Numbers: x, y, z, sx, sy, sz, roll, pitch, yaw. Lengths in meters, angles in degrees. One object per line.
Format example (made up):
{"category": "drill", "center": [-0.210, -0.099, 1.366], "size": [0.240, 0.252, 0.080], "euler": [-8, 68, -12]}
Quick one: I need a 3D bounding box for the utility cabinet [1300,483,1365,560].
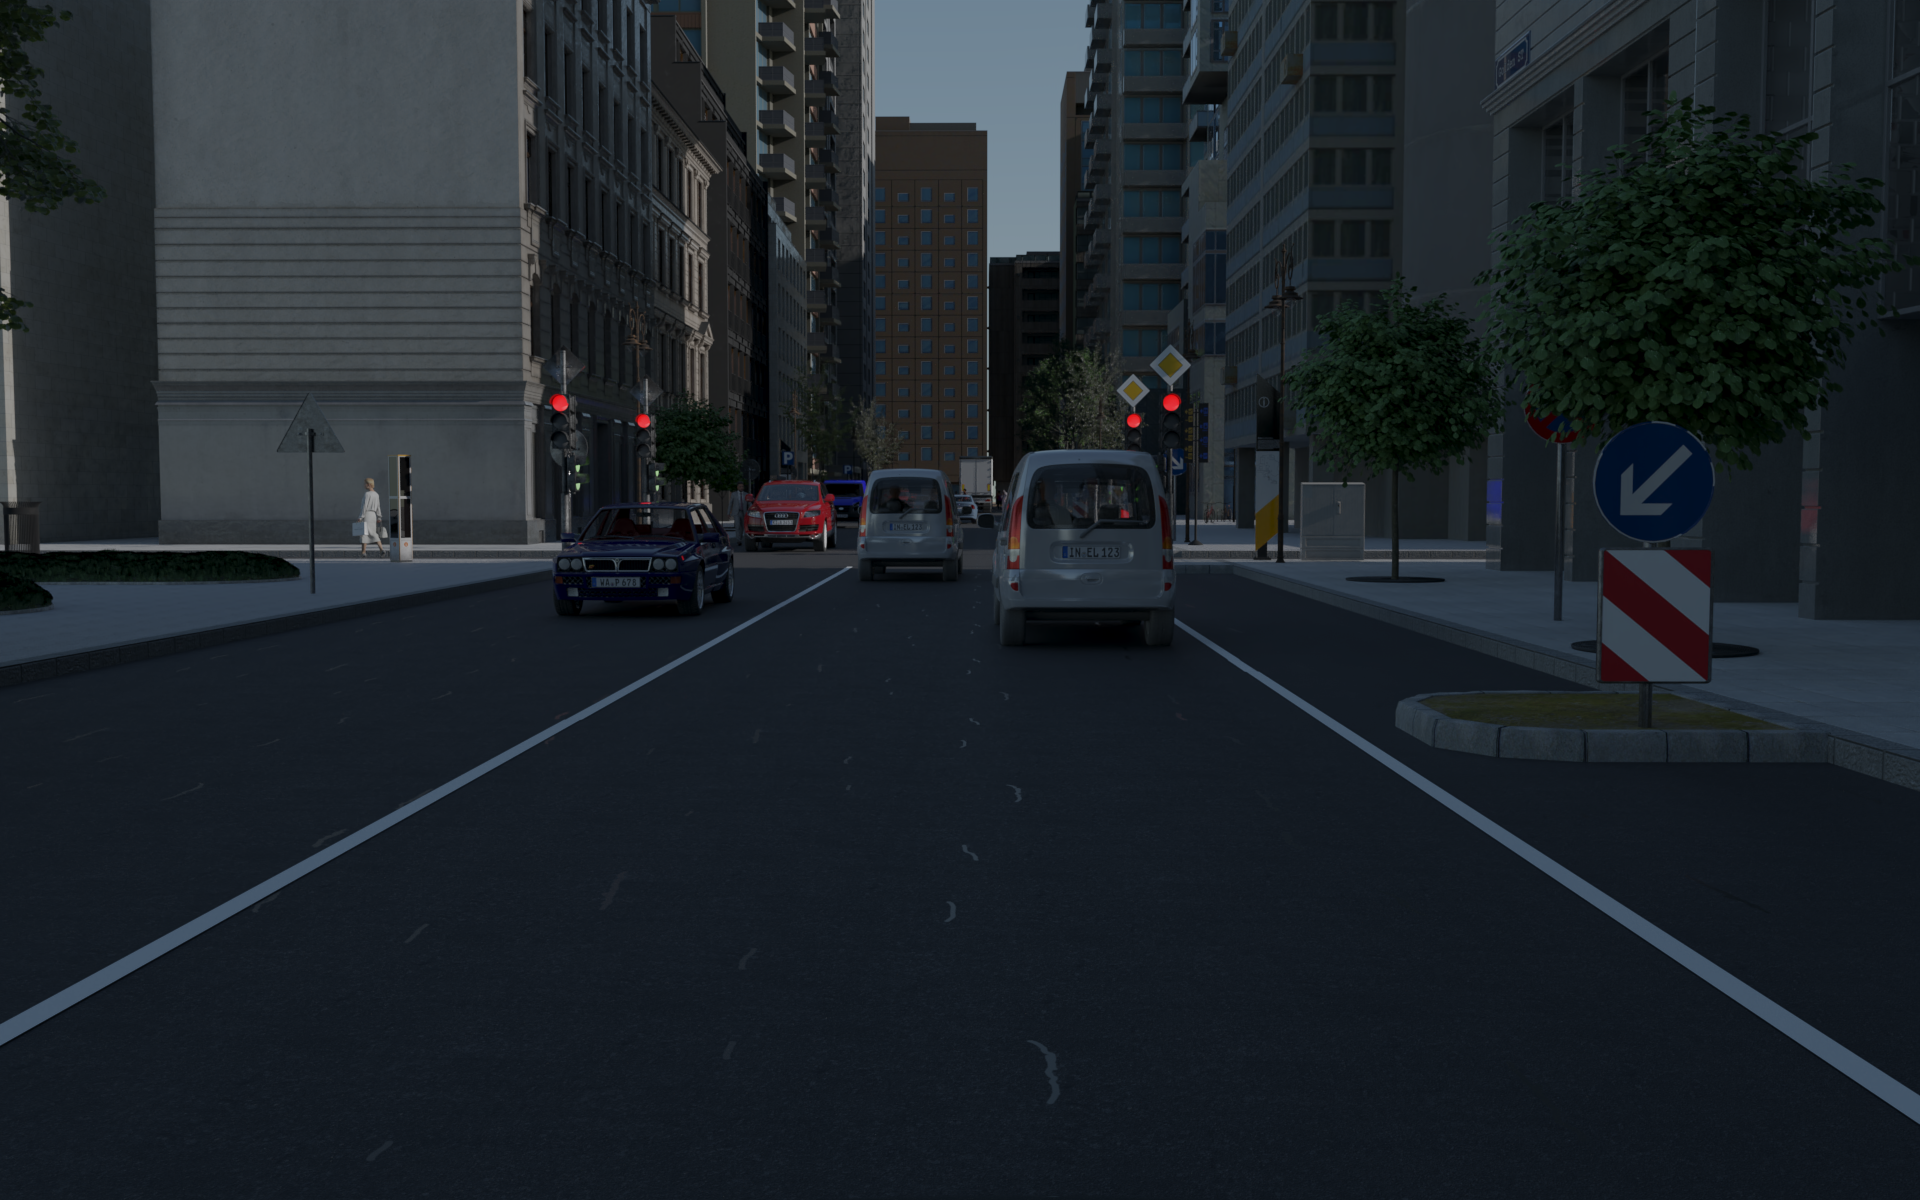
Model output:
{"category": "utility cabinet", "center": [7.126, -1.496, 33.142], "size": [1.173, 1.500, 0.318], "euler": [0, 4, 4]}

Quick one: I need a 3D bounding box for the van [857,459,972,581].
{"category": "van", "center": [-0.809, -1.401, 29.922], "size": [2.013, 2.044, 4.112], "euler": [0, 4, 2]}

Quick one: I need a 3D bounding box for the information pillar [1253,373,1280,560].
{"category": "information pillar", "center": [5.965, -2.583, 33.592], "size": [0.504, 3.616, 0.183], "euler": [0, 4, 7]}

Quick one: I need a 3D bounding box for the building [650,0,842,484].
{"category": "building", "center": [-20.643, -29.109, 130.562], "size": [22.147, 44.769, 28.867], "euler": [0, 4, 1]}

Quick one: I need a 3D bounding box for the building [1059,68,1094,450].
{"category": "building", "center": [17.618, -32.452, 180.695], "size": [14.600, 45.320, 14.200], "euler": [0, 4, 1]}

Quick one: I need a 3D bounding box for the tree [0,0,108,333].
{"category": "tree", "center": [-9.699, -5.700, 11.329], "size": [7.486, 12.596, 7.792], "euler": [0, 3, 0]}

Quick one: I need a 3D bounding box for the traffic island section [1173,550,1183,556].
{"category": "traffic island section", "center": [4.058, -1.123, 40.640], "size": [2.009, 0.180, 2.903], "euler": [0, 4, 1]}

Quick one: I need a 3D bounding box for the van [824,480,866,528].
{"category": "van", "center": [-4.999, -4.315, 74.933], "size": [2.240, 2.365, 5.245], "euler": [0, 4, -1]}

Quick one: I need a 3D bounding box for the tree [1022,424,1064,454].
{"category": "tree", "center": [7.848, -12.992, 162.782], "size": [4.737, 8.622, 4.395], "euler": [0, 3, 0]}

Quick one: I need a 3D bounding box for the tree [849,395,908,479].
{"category": "tree", "center": [-6.495, -10.908, 128.711], "size": [4.360, 8.622, 3.978], "euler": [0, 3, 0]}

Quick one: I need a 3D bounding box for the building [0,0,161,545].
{"category": "building", "center": [-32.364, -11.850, 48.499], "size": [16.860, 20.320, 10.420], "euler": [0, 4, 1]}

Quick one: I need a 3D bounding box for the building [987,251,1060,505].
{"category": "building", "center": [10.324, -26.746, 208.990], "size": [14.107, 30.474, 14.160], "euler": [0, 4, 1]}

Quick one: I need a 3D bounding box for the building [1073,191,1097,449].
{"category": "building", "center": [17.825, -24.178, 167.017], "size": [14.160, 30.474, 14.107], "euler": [0, 4, 1]}

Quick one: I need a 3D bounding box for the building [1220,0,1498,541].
{"category": "building", "center": [21.426, -22.169, 54.350], "size": [23.993, 40.220, 32.217], "euler": [0, 4, 1]}

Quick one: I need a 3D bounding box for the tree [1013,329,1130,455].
{"category": "tree", "center": [6.438, -10.023, 98.291], "size": [7.601, 10.594, 8.767], "euler": [0, 4, 7]}

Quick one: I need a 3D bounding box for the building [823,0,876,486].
{"category": "building", "center": [-19.495, -45.218, 177.564], "size": [20.611, 71.187, 20.563], "euler": [0, 4, 1]}

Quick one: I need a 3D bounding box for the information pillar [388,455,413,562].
{"category": "information pillar", "center": [-10.530, -1.718, 32.588], "size": [0.304, 2.012, 0.304], "euler": [2, 4, 34]}

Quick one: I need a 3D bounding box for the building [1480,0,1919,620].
{"category": "building", "center": [14.210, -14.468, 14.045], "size": [11.434, 29.767, 29.804], "euler": [0, 4, 1]}

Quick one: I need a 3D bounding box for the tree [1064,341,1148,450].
{"category": "tree", "center": [6.838, -8.205, 84.513], "size": [4.360, 8.622, 3.978], "euler": [0, 3, 0]}

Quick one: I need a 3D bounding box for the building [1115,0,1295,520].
{"category": "building", "center": [21.359, -48.043, 98.170], "size": [22.319, 86.520, 31.000], "euler": [0, 4, 1]}

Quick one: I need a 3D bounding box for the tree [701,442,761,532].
{"category": "tree", "center": [-8.490, -4.282, 64.614], "size": [1.663, 3.219, 1.824], "euler": [0, 3, 0]}

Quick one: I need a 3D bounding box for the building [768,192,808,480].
{"category": "building", "center": [-15.374, -15.356, 105.826], "size": [10.420, 20.320, 16.860], "euler": [0, 4, 1]}

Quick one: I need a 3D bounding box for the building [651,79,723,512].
{"category": "building", "center": [-16.338, -12.614, 70.870], "size": [10.561, 19.102, 19.286], "euler": [0, 4, 1]}

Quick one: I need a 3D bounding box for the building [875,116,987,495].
{"category": "building", "center": [-3.830, -34.161, 208.636], "size": [14.200, 45.320, 14.600], "euler": [0, 4, 1]}

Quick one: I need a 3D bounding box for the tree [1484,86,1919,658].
{"category": "tree", "center": [5.860, -1.856, 14.067], "size": [4.285, 4.588, 4.351], "euler": [0, 3, 0]}

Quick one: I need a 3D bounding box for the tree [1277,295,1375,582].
{"category": "tree", "center": [6.437, -2.563, 25.621], "size": [4.285, 4.588, 4.351], "euler": [0, 3, 0]}

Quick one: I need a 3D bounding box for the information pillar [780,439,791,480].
{"category": "information pillar", "center": [-7.399, -5.010, 73.275], "size": [0.504, 3.616, 0.183], "euler": [-2, 4, -24]}

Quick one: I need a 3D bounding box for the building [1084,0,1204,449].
{"category": "building", "center": [21.892, -32.063, 143.842], "size": [23.786, 49.044, 30.456], "euler": [0, 4, 1]}

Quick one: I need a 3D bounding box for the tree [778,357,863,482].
{"category": "tree", "center": [-7.647, -8.741, 93.274], "size": [4.737, 8.622, 4.395], "euler": [0, 3, 0]}

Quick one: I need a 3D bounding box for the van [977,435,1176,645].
{"category": "van", "center": [1.191, -0.657, 17.754], "size": [2.013, 2.044, 4.112], "euler": [0, 4, 0]}

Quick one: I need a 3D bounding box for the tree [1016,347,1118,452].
{"category": "tree", "center": [7.522, -12.005, 122.030], "size": [9.928, 11.665, 9.643], "euler": [0, 3, 0]}

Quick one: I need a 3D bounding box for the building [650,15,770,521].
{"category": "building", "center": [-16.895, -15.837, 88.618], "size": [12.332, 23.373, 15.834], "euler": [0, 4, 1]}

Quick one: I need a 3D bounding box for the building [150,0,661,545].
{"category": "building", "center": [-15.484, -12.410, 52.058], "size": [9.793, 20.994, 18.267], "euler": [0, 4, 1]}

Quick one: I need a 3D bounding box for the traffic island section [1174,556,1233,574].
{"category": "traffic island section", "center": [3.956, -0.635, 32.656], "size": [2.009, 0.180, 2.903], "euler": [0, 4, 1]}

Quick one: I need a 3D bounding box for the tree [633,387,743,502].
{"category": "tree", "center": [-8.364, -4.262, 53.399], "size": [4.285, 4.588, 4.351], "euler": [0, 3, 0]}
